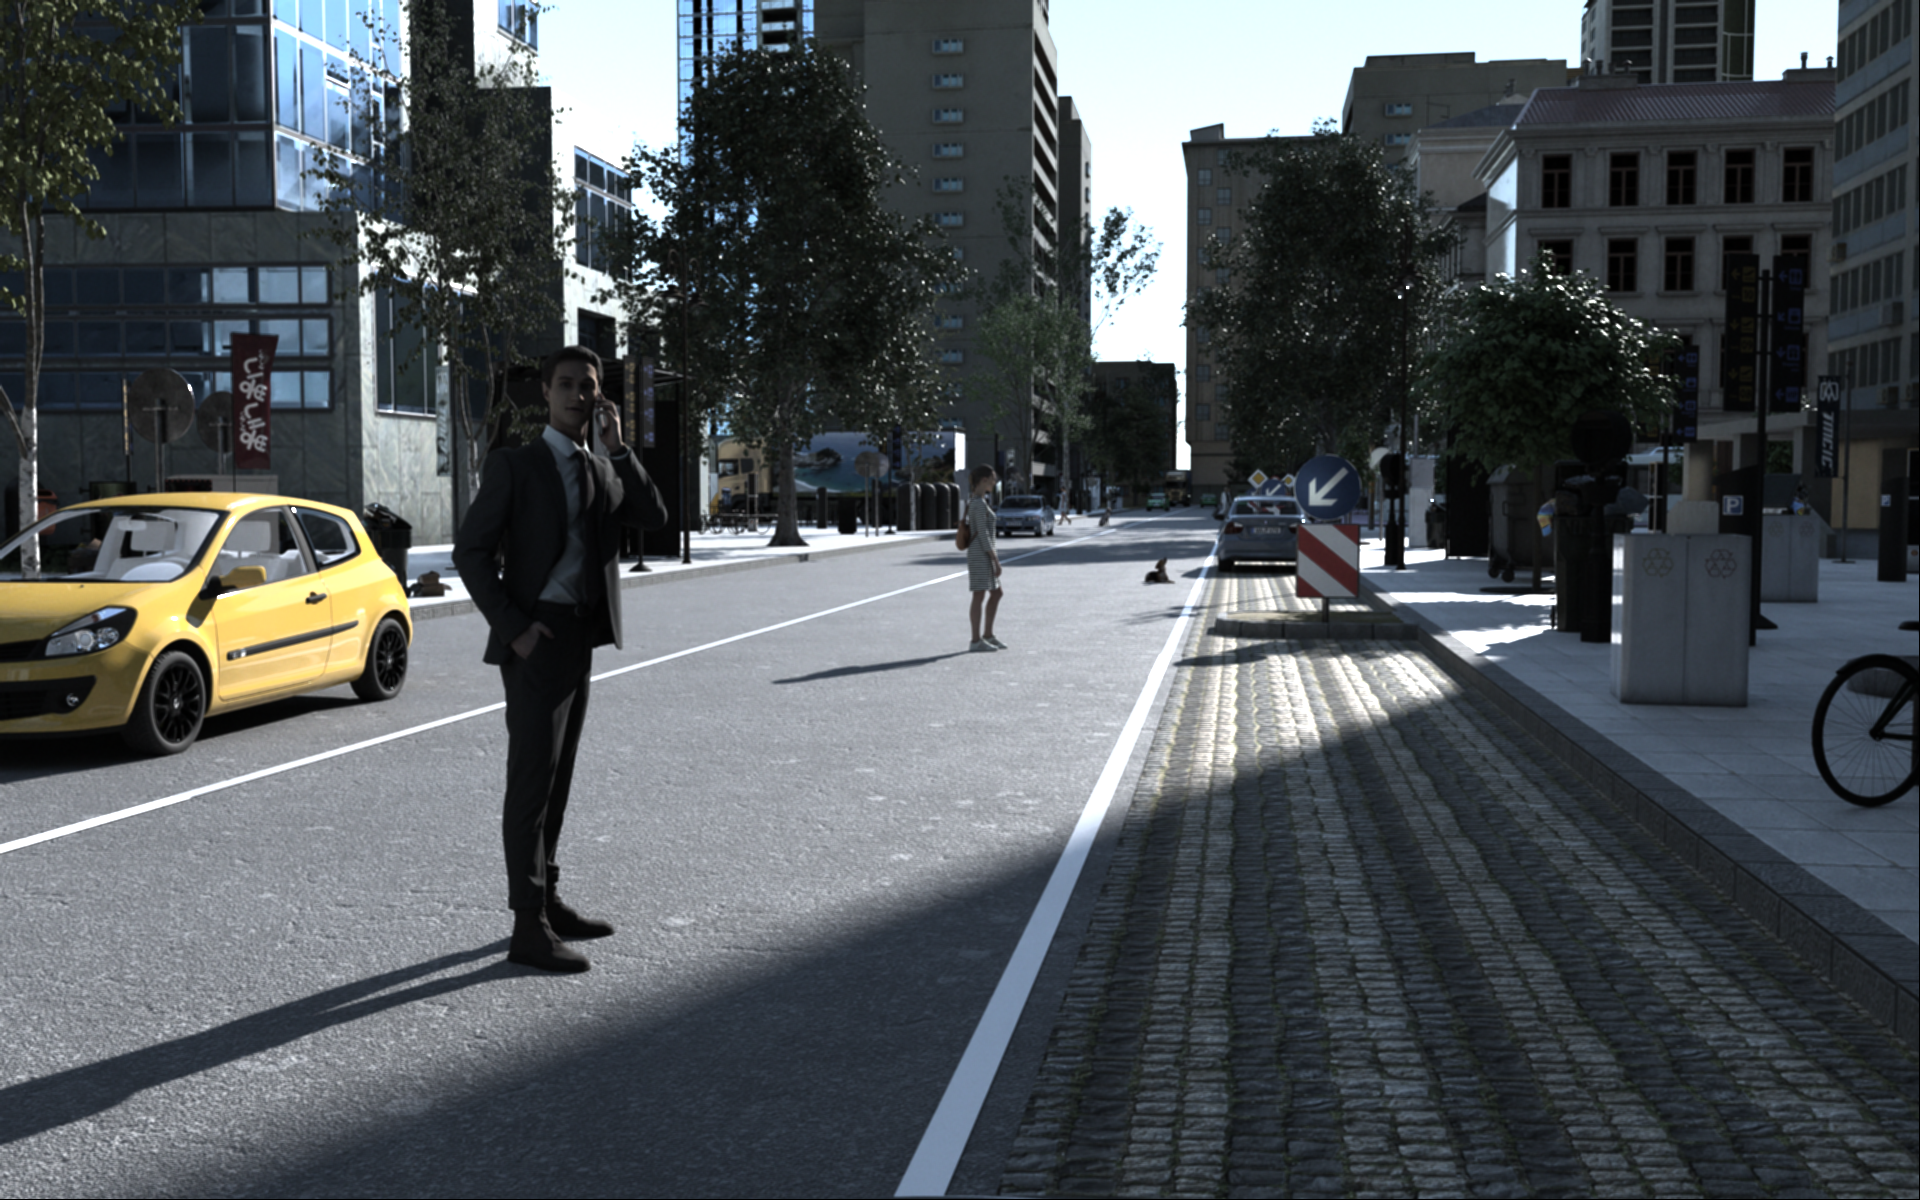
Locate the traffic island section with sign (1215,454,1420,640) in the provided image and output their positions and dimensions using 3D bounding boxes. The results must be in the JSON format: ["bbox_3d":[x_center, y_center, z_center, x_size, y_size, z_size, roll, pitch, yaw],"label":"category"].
[{"bbox_3d":[3.662,-0.571,17.967,1.989,1.847,2.006,1,4,9],"label":"traffic island section with sign"}]

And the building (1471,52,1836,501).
[{"bbox_3d":[36.505,-15.190,84.516,21.152,22.565,11.583,1,4,9],"label":"building"}]

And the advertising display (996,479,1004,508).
[{"bbox_3d":[1.760,-4.350,76.341,0.123,1.923,0.974,-1,4,-13],"label":"advertising display"}]

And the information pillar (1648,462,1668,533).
[{"bbox_3d":[16.039,-2.160,39.812,0.304,2.012,0.304,0,4,-7],"label":"information pillar"}]

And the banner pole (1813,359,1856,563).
[{"bbox_3d":[16.287,-2.582,32.233,0.863,3.779,0.401,0,4,-7],"label":"banner pole"}]

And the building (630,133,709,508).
[{"bbox_3d":[-21.459,-55.051,212.747,31.000,86.520,22.319,1,4,9],"label":"building"}]

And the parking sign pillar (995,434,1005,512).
[{"bbox_3d":[1.791,-5.488,78.201,1.447,3.967,1.447,0,4,2],"label":"parking sign pillar"}]

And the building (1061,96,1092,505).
[{"bbox_3d":[4.500,-35.828,209.481,21.600,48.544,21.300,1,4,9],"label":"building"}]

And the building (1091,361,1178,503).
[{"bbox_3d":[17.325,-25.235,257.635,28.899,21.520,27.650,1,4,9],"label":"building"}]

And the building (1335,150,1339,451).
[{"bbox_3d":[52.014,-34.012,206.209,14.600,45.320,14.200,1,4,9],"label":"building"}]

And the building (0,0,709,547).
[{"bbox_3d":[-25.863,-45.065,49.487,31.000,86.520,22.319,1,4,9],"label":"building"}]

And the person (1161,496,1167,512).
[{"bbox_3d":[16.490,-7.780,139.950,0.590,1.304,0.306,-3,4,-36],"label":"person"}]

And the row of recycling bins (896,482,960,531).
[{"bbox_3d":[-1.064,-3.337,61.673,1.069,1.692,3.534,2,4,31],"label":"row of recycling bins"}]

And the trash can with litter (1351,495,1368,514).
[{"bbox_3d":[25.213,-6.050,109.974,2.233,1.210,1.678,1,4,23],"label":"trash can with litter"}]

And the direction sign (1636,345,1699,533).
[{"bbox_3d":[10.801,-2.111,26.510,0.876,3.537,0.379,1,4,12],"label":"direction sign"}]

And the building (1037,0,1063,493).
[{"bbox_3d":[0.984,-45.612,184.011,20.563,71.187,20.611,1,4,9],"label":"building"}]

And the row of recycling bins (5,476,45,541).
[{"bbox_3d":[-22.344,-1.926,38.595,3.534,1.692,1.069,-2,4,-24],"label":"row of recycling bins"}]

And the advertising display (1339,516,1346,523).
[{"bbox_3d":[14.235,-3.680,65.374,0.123,1.923,0.974,-3,4,-36],"label":"advertising display"}]

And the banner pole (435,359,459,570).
[{"bbox_3d":[-8.761,-2.424,29.654,0.401,3.779,0.863,-3,5,-45],"label":"banner pole"}]

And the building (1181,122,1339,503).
[{"bbox_3d":[46.398,-40.570,252.559,27.495,52.752,28.713,1,4,9],"label":"building"}]

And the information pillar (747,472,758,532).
[{"bbox_3d":[-7.055,-3.329,58.920,0.304,2.012,0.304,0,4,4],"label":"information pillar"}]

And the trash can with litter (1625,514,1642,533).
[{"bbox_3d":[12.169,-1.284,32.374,1.055,1.170,0.624,-2,4,-32],"label":"trash can with litter"}]

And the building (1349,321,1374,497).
[{"bbox_3d":[51.419,-19.450,163.039,27.650,21.520,28.899,1,4,9],"label":"building"}]

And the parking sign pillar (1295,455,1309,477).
[{"bbox_3d":[23.520,-7.919,117.943,1.447,3.967,1.447,-1,4,-12],"label":"parking sign pillar"}]

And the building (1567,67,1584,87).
[{"bbox_3d":[73.318,-42.959,244.374,28.212,58.520,21.231,1,4,9],"label":"building"}]

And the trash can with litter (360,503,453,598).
[{"bbox_3d":[-6.946,-0.626,21.625,1.055,1.170,0.624,-3,5,-43],"label":"trash can with litter"}]

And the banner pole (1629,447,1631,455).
[{"bbox_3d":[30.117,-5.404,78.373,0.863,3.779,0.401,-1,4,-21],"label":"banner pole"}]

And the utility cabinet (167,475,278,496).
[{"bbox_3d":[-8.557,-0.701,20.145,0.318,1.500,1.173,3,5,41],"label":"utility cabinet"}]

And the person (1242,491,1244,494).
[{"bbox_3d":[31.296,-11.131,191.206,0.721,1.735,1.217,2,4,25],"label":"person"}]

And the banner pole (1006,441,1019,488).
[{"bbox_3d":[2.536,-5.629,82.044,0.863,3.779,0.401,-3,4,-36],"label":"banner pole"}]

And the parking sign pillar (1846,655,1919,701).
[{"bbox_3d":[6.506,-1.379,11.016,1.447,3.967,1.447,2,4,25],"label":"parking sign pillar"}]

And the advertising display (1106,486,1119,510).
[{"bbox_3d":[12.052,-8.124,138.038,0.974,1.923,0.123,3,5,41],"label":"advertising display"}]

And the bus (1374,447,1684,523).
[{"bbox_3d":[22.339,-4.548,69.220,13.247,3.499,2.948,1,4,10],"label":"bus"}]

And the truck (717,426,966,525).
[{"bbox_3d":[-5.490,-5.188,73.744,11.283,4.237,2.839,1,4,11],"label":"truck"}]

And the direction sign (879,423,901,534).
[{"bbox_3d":[-2.245,-3.882,55.465,0.876,3.537,0.379,2,4,34],"label":"direction sign"}]

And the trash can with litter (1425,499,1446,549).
[{"bbox_3d":[11.371,-1.773,40.373,1.055,1.170,0.624,1,4,18],"label":"trash can with litter"}]

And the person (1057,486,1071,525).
[{"bbox_3d":[4.850,-4.388,80.344,0.778,1.811,0.616,2,4,35],"label":"person"}]

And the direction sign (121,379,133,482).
[{"bbox_3d":[-16.571,-2.601,34.528,0.379,3.537,0.876,-1,4,-16],"label":"direction sign"}]

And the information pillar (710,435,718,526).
[{"bbox_3d":[-9.753,-4.726,68.617,0.183,3.616,0.504,-3,5,-39],"label":"information pillar"}]

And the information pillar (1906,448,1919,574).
[{"bbox_3d":[15.436,-1.435,27.946,0.304,2.012,0.304,2,4,32],"label":"information pillar"}]

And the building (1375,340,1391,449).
[{"bbox_3d":[40.184,-18.901,138.701,12.332,23.373,15.834,1,4,9],"label":"building"}]

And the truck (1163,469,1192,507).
[{"bbox_3d":[25.051,-12.833,198.735,2.839,4.237,11.283,1,4,11],"label":"truck"}]

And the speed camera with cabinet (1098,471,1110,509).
[{"bbox_3d":[11.821,-9.351,147.217,2.038,3.252,0.660,1,4,13],"label":"speed camera with cabinet"}]

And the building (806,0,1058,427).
[{"bbox_3d":[-2.486,-33.041,163.923,21.300,48.544,21.600,1,4,9],"label":"building"}]

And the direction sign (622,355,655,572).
[{"bbox_3d":[-5.293,-2.239,28.612,0.379,3.537,0.876,1,4,23],"label":"direction sign"}]

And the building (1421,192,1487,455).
[{"bbox_3d":[32.677,-14.460,101.052,10.561,19.102,19.286,1,4,9],"label":"building"}]

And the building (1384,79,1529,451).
[{"bbox_3d":[37.225,-20.471,120.604,13.634,28.700,20.117,1,4,9],"label":"building"}]

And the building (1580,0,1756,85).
[{"bbox_3d":[97.476,-48.963,238.799,20.611,71.187,20.563,1,4,9],"label":"building"}]

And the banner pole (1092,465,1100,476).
[{"bbox_3d":[11.830,-9.798,150.209,0.863,3.779,0.401,2,4,24],"label":"banner pole"}]

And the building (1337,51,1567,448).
[{"bbox_3d":[52.559,-34.487,187.558,21.300,48.544,21.600,1,4,9],"label":"building"}]

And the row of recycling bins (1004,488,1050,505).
[{"bbox_3d":[4.317,-6.619,115.331,3.534,1.692,1.069,-1,4,-20],"label":"row of recycling bins"}]

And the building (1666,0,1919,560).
[{"bbox_3d":[34.177,-21.131,37.372,32.217,40.220,23.993,1,4,9],"label":"building"}]

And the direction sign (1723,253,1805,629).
[{"bbox_3d":[7.628,-1.498,16.493,0.876,3.537,0.379,-1,4,-17],"label":"direction sign"}]
